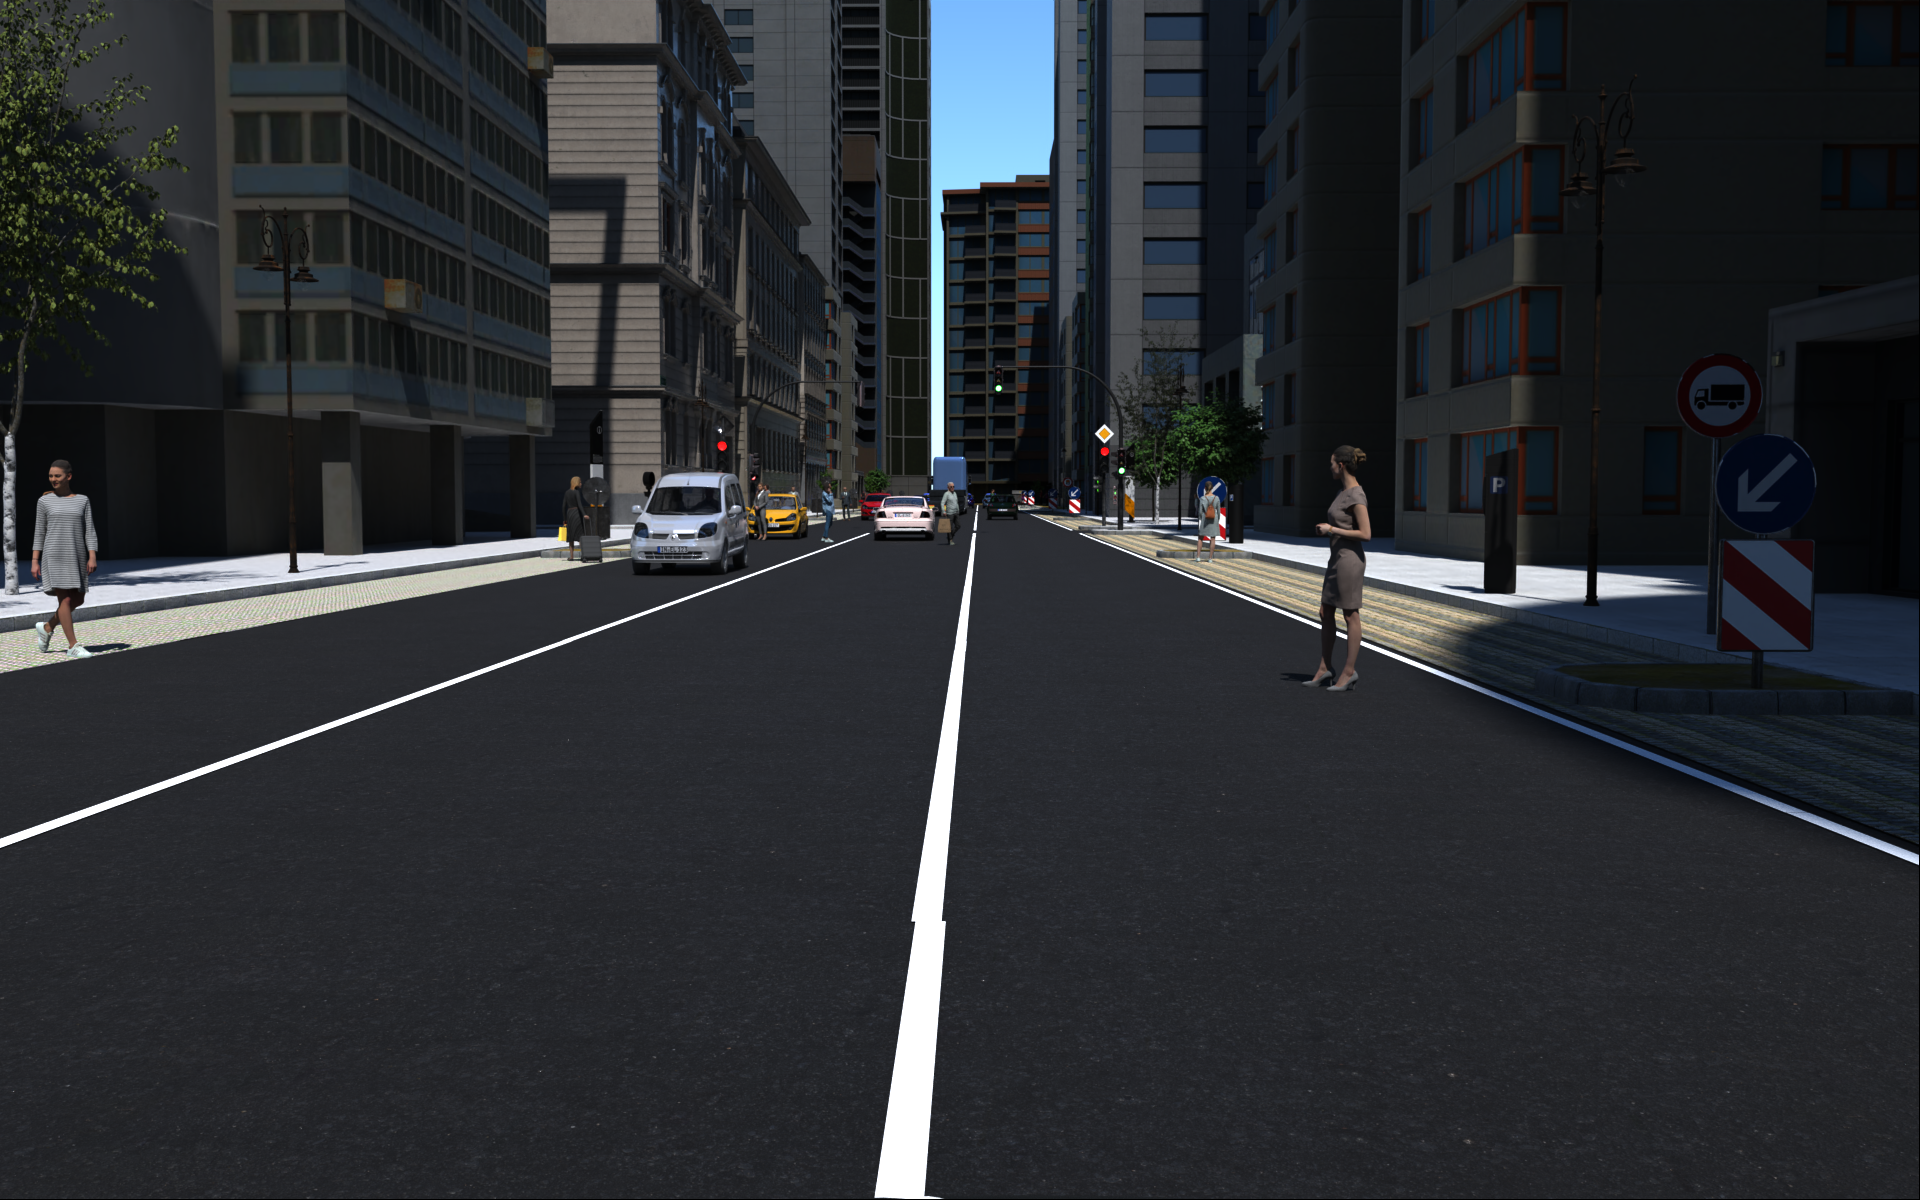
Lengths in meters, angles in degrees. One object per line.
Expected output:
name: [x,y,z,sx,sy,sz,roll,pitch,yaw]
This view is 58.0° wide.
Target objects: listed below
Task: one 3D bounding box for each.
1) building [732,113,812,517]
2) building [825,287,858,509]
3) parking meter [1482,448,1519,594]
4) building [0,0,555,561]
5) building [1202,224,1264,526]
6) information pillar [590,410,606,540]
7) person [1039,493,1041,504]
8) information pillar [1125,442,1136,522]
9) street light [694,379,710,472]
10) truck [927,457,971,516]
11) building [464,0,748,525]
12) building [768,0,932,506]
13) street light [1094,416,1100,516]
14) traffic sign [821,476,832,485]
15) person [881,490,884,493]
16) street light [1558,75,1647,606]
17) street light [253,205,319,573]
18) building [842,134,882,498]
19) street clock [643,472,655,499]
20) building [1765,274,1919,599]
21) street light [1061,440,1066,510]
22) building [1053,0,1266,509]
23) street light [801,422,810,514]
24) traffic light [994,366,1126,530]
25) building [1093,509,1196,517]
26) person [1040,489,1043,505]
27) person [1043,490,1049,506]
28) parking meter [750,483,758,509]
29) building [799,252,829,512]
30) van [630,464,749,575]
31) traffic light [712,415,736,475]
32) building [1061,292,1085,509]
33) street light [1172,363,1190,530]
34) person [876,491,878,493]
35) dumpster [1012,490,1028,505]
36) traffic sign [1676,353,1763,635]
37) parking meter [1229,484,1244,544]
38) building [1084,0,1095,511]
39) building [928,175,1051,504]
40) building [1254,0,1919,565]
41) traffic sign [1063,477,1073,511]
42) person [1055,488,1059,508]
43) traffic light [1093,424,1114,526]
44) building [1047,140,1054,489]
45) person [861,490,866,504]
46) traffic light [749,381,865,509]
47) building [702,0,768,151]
building: [-18.859,-16.910,109.756,16.112,22.955,30.059,0,4,1]
building: [-24.247,-19.233,159.498,27.650,21.520,28.899,0,4,1]
parking meter: [6.975,-1.019,22.378,0.399,1.863,0.255,2,4,33]
building: [-23.782,-21.557,44.339,23.993,40.220,32.217,0,4,1]
building: [27.028,-46.838,78.469,31.000,86.520,22.319,0,4,1]
information pillar: [-10.124,-3.484,48.326,0.183,3.616,0.504,2,4,27]
person: [9.693,-12.452,211.098,0.415,1.643,0.593,-3,5,-44]
information pillar: [7.675,-5.313,78.229,0.504,3.616,0.183,-2,4,-25]
street light: [-10.362,-5.935,69.831,0.468,5.910,1.993,0,4,1]
truck: [-0.993,-7.902,118.948,2.967,4.110,18.799,0,4,2]
building: [-18.462,-18.056,82.599,14.401,28.519,23.554,0,4,1]
building: [-14.481,-48.995,239.322,20.611,71.187,20.563,0,4,1]
street light: [8.189,-7.944,102.673,0.468,5.910,1.993,0,4,1]
traffic sign: [-9.431,-7.466,122.170,0.768,2.556,0.104,0,4,7]
person: [-9.148,-12.256,206.942,0.721,1.766,1.217,1,4,17]
street light: [7.248,-2.869,19.704,0.468,5.910,1.993,0,4,1]
street light: [-10.858,-3.380,28.046,0.468,5.910,1.993,0,4,1]
building: [-17.035,-34.357,211.843,14.200,45.320,14.600,0,4,1]
street clock: [-10.113,-3.167,56.344,0.358,2.002,0.471,1,4,15]
building: [20.792,-35.005,10.584,20.563,71.187,20.611,0,4,1]
street light: [8.629,-10.459,143.799,0.468,5.910,1.993,0,4,1]
building: [20.784,-39.650,190.282,21.231,58.520,28.212,0,4,1]
street light: [-9.926,-8.471,111.294,0.468,5.910,1.993,0,4,1]
traffic light: [3.581,-5.300,61.323,4.771,5.953,1.251,0,4,1]
building: [18.867,-34.578,107.345,21.231,58.520,28.212,0,4,1]
person: [9.379,-11.868,200.019,0.705,1.831,1.348,0,4,6]
person: [9.324,-11.034,187.134,0.721,1.739,1.217,2,4,35]
parking meter: [-10.018,-4.816,84.458,0.399,1.863,0.255,0,4,7]
building: [-15.758,-17.436,134.235,9.793,20.994,18.267,0,4,1]
van: [-4.969,-1.537,32.139,2.013,2.044,4.112,0,4,1]
traffic light: [-8.387,-4.444,61.580,0.839,4.253,0.868,0,4,1]
building: [24.017,-19.424,162.620,27.650,21.520,28.899,0,4,1]
street light: [7.762,-5.399,61.054,0.468,5.910,1.993,0,4,1]
person: [-9.492,-11.580,196.192,1.217,1.723,0.721,3,4,38]
dumpster: [6.941,-11.848,201.924,1.865,1.857,1.264,0,4,2]
traffic sign: [6.878,-0.958,15.777,0.768,2.556,0.104,0,4,3]
parking meter: [7.185,-2.238,45.006,0.372,1.533,0.369,0,3,0]
building: [16.854,-27.731,136.991,14.154,41.232,14.086,0,4,1]
building: [10.261,-35.819,240.261,28.867,44.769,22.147,0,4,1]
building: [23.837,-12.215,44.762,27.650,21.520,28.899,0,4,1]
traffic sign: [8.180,-8.033,131.439,0.768,2.556,0.104,0,4,2]
person: [8.870,-9.460,160.848,0.705,1.807,1.348,3,4,38]
traffic light: [5.761,-4.924,69.426,0.839,4.253,0.868,0,4,1]
building: [18.078,-34.364,211.960,14.600,45.320,14.200,0,4,1]
person: [-9.118,-9.567,163.933,0.415,1.643,0.593,3,5,39]
traffic light: [-6.206,-5.805,69.577,4.771,5.953,1.251,0,4,1]
building: [-20.731,-45.529,182.653,20.563,71.187,20.611,0,4,1]
